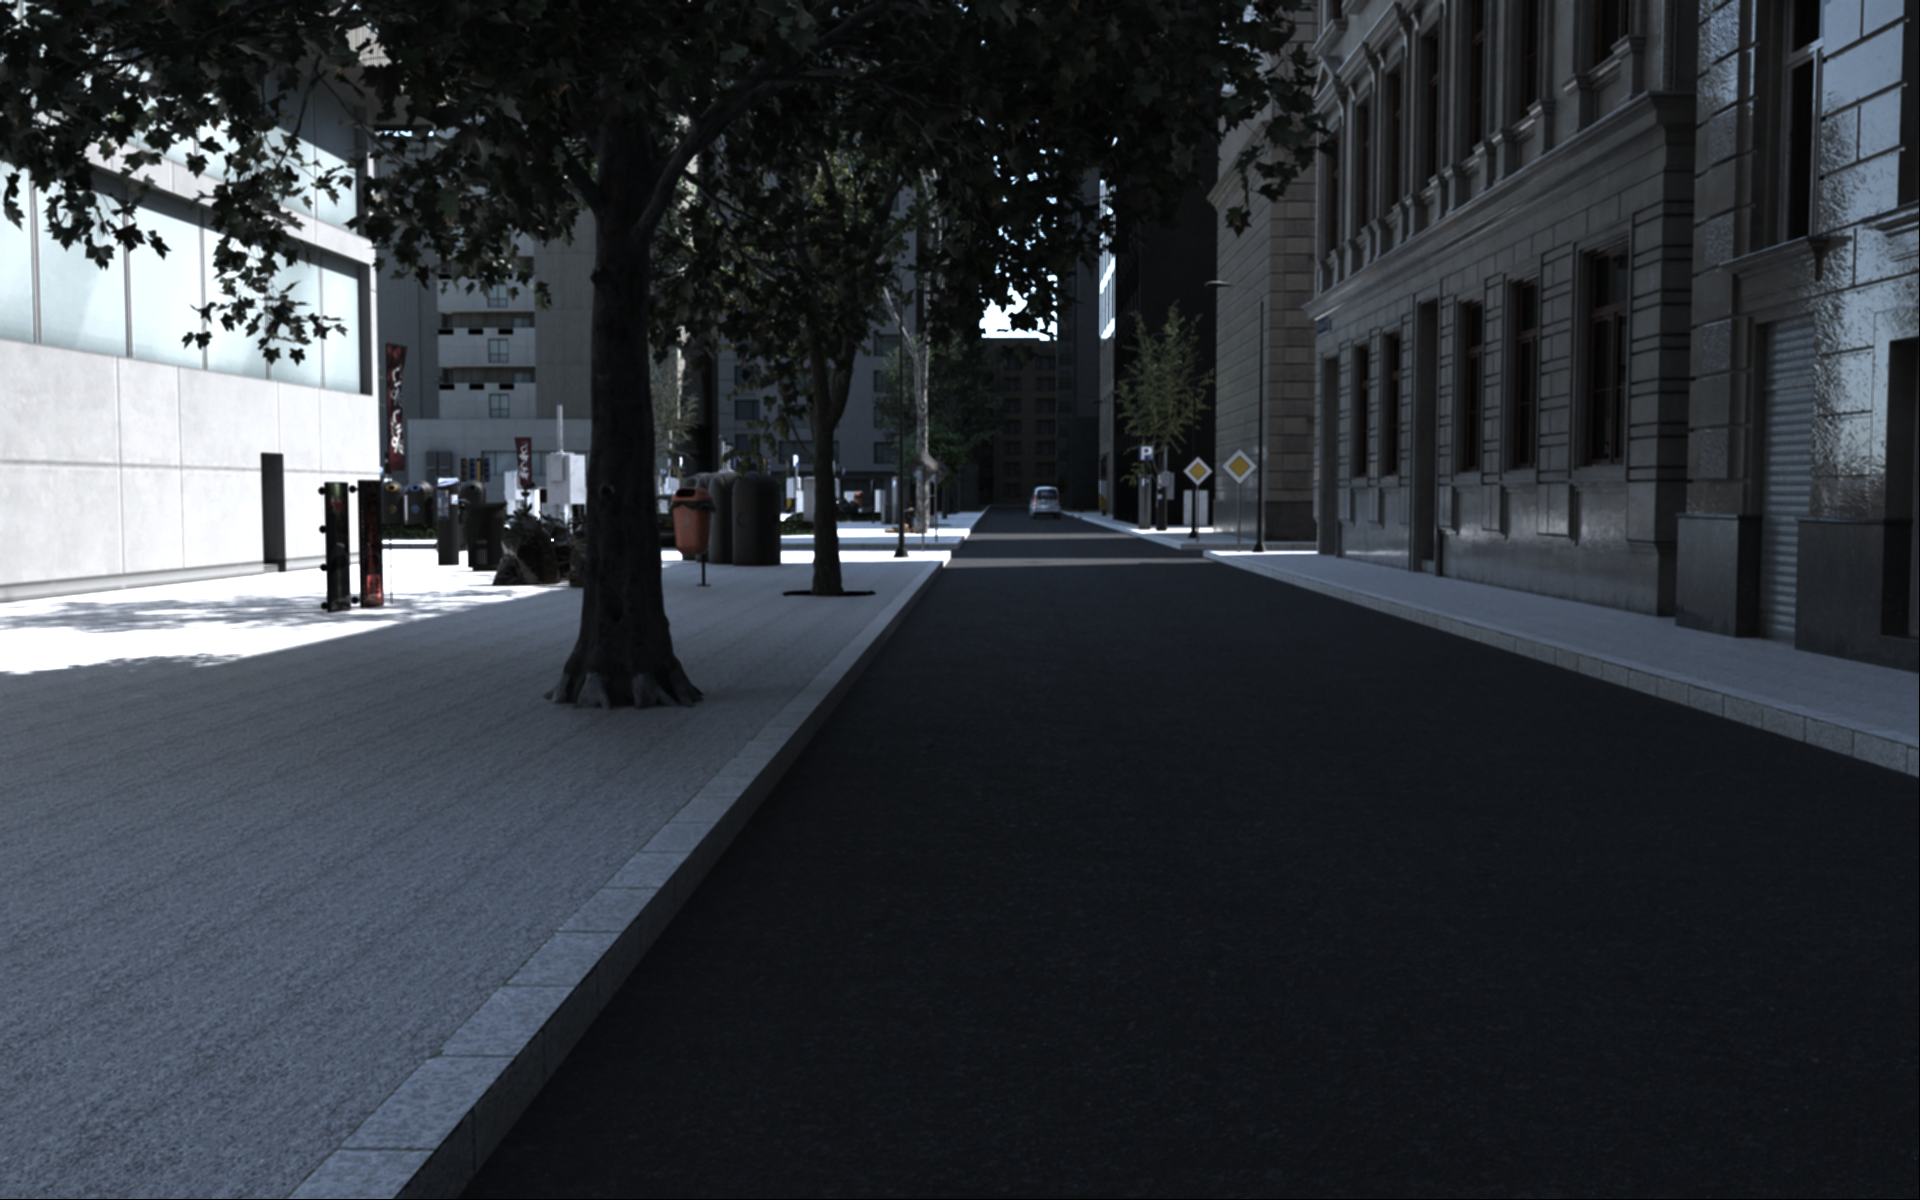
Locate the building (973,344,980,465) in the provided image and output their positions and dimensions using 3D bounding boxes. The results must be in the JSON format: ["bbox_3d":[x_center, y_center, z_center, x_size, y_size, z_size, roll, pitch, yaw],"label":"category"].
[{"bbox_3d":[-4.976,-33.006,189.751,14.200,45.320,14.600,0,4,1],"label":"building"}]

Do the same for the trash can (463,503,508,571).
[{"bbox_3d":[-7.922,-1.058,28.947,0.748,1.137,0.748,0,3,0],"label":"trash can"}]

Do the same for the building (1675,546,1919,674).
[{"bbox_3d":[12.310,-12.631,3.782,12.463,27.353,25.104,0,4,1],"label":"building"}]

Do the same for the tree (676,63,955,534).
[{"bbox_3d":[-2.441,-12.238,55.972,12.611,20.169,13.585,0,3,0],"label":"tree"}]

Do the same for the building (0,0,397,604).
[{"bbox_3d":[-23.440,-26.371,20.399,27.495,52.752,28.713,0,4,1],"label":"building"}]

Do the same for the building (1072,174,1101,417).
[{"bbox_3d":[21.441,-38.253,167.436,21.231,58.520,28.212,0,4,1],"label":"building"}]

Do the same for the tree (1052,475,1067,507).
[{"bbox_3d":[9.894,-10.894,172.717,1.663,3.219,1.824,0,3,0],"label":"tree"}]

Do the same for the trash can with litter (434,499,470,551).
[{"bbox_3d":[-11.475,-1.687,38.972,1.055,1.170,0.624,3,4,38],"label":"trash can with litter"}]

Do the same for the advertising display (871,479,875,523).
[{"bbox_3d":[-3.837,-4.354,76.408,0.123,1.923,0.974,0,4,-6],"label":"advertising display"}]

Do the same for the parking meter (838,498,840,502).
[{"bbox_3d":[-8.405,-6.886,118.292,0.399,1.863,0.255,-1,4,-13],"label":"parking meter"}]

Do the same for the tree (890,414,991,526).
[{"bbox_3d":[-1.002,-5.294,70.278,4.285,4.588,4.351,0,3,0],"label":"tree"}]

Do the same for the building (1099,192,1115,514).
[{"bbox_3d":[18.951,-18.275,103.315,19.350,26.468,34.151,0,4,1],"label":"building"}]

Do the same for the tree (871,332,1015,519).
[{"bbox_3d":[-0.979,-9.443,88.799,8.767,10.594,7.601,2,4,27],"label":"tree"}]

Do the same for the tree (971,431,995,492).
[{"bbox_3d":[1.763,-14.087,180.685,4.360,8.622,3.978,0,3,0],"label":"tree"}]

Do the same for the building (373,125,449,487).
[{"bbox_3d":[-62.048,-31.079,191.731,14.086,41.232,14.154,0,4,1],"label":"building"}]

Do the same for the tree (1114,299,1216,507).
[{"bbox_3d":[7.674,-7.098,66.414,4.737,8.622,4.395,0,3,0],"label":"tree"}]

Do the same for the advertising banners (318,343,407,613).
[{"bbox_3d":[-6.686,-1.429,19.558,0.090,3.025,2.074,1,4,8],"label":"advertising banners"}]

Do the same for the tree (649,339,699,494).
[{"bbox_3d":[-13.286,-7.714,76.486,4.360,8.622,3.978,0,3,0],"label":"tree"}]

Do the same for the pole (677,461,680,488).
[{"bbox_3d":[-17.526,-6.975,107.891,0.158,3.312,0.155,0,3,0],"label":"pole"}]

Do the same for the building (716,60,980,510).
[{"bbox_3d":[-8.648,-43.232,145.094,20.563,71.187,20.611,0,4,1],"label":"building"}]

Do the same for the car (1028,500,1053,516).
[{"bbox_3d":[5.324,-6.173,110.516,1.945,1.707,3.694,0,4,1],"label":"car"}]

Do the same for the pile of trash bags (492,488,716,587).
[{"bbox_3d":[-4.954,-0.904,24.532,3.447,1.369,1.912,2,4,25],"label":"pile of trash bags"}]

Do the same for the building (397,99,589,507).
[{"bbox_3d":[-40.433,-36.334,183.300,27.495,52.752,28.713,0,4,1],"label":"building"}]

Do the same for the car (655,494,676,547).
[{"bbox_3d":[-6.504,-1.961,41.852,4.222,1.686,2.009,0,4,2],"label":"car"}]

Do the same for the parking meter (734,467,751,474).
[{"bbox_3d":[-4.680,-1.952,37.619,0.399,1.863,0.255,-2,4,-30],"label":"parking meter"}]

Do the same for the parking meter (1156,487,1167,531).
[{"bbox_3d":[7.045,-3.187,60.516,0.372,1.533,0.369,0,3,0],"label":"parking meter"}]

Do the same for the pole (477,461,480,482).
[{"bbox_3d":[-30.023,-6.987,108.076,0.158,3.312,0.155,0,3,0],"label":"pole"}]

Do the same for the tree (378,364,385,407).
[{"bbox_3d":[-23.393,-6.933,63.714,4.360,8.622,3.978,0,3,0],"label":"tree"}]

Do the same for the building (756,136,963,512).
[{"bbox_3d":[-7.199,-21.833,128.676,14.160,30.474,14.107,0,4,1],"label":"building"}]

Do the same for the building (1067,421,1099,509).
[{"bbox_3d":[20.362,-50.406,136.817,22.319,86.520,31.000,0,4,1],"label":"building"}]

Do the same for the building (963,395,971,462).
[{"bbox_3d":[-6.043,-23.970,163.608,14.160,30.474,14.107,0,4,1],"label":"building"}]

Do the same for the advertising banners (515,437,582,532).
[{"bbox_3d":[-12.695,-3.497,53.371,2.074,3.025,0.090,0,4,6],"label":"advertising banners"}]

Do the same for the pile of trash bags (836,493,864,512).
[{"bbox_3d":[-6.415,-5.351,97.249,1.912,1.369,3.447,2,4,26],"label":"pile of trash bags"}]

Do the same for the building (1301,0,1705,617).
[{"bbox_3d":[12.461,-11.673,27.014,11.583,22.565,21.152,0,4,1],"label":"building"}]

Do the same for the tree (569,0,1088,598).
[{"bbox_3d":[-1.596,-5.873,21.781,9.928,11.665,9.643,0,3,0],"label":"tree"}]

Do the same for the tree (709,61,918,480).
[{"bbox_3d":[-2.423,-4.792,28.709,4.737,8.622,4.395,0,3,0],"label":"tree"}]

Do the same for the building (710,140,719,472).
[{"bbox_3d":[-19.470,-31.026,190.866,14.086,41.232,14.154,0,4,1],"label":"building"}]

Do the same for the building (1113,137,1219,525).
[{"bbox_3d":[13.634,-15.185,77.947,12.332,23.373,15.834,0,4,1],"label":"building"}]

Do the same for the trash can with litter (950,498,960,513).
[{"bbox_3d":[-0.564,-6.332,114.915,1.055,1.170,0.624,-2,4,-29],"label":"trash can with litter"}]

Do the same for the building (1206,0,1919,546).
[{"bbox_3d":[20.477,-15.536,51.284,25.104,27.353,12.463,0,4,1],"label":"building"}]

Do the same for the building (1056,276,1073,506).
[{"bbox_3d":[17.487,-30.922,189.170,14.154,41.232,14.086,0,4,1],"label":"building"}]

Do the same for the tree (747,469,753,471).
[{"bbox_3d":[-14.854,-7.641,119.536,1.663,3.219,1.824,0,3,0],"label":"tree"}]

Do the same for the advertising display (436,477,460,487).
[{"bbox_3d":[-19.213,-3.659,65.031,0.123,1.923,0.974,3,5,40],"label":"advertising display"}]

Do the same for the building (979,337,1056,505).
[{"bbox_3d":[-1.186,-22.848,218.605,28.899,21.520,27.650,0,4,1],"label":"building"}]

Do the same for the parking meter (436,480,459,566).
[{"bbox_3d":[-9.221,-1.393,31.191,0.372,1.533,0.369,0,3,0],"label":"parking meter"}]

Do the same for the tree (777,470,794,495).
[{"bbox_3d":[-11.976,-7.749,121.290,1.663,3.219,1.824,0,3,0],"label":"tree"}]

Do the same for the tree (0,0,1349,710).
[{"bbox_3d":[-2.030,-5.706,10.305,9.611,12.733,9.660,0,3,0],"label":"tree"}]
